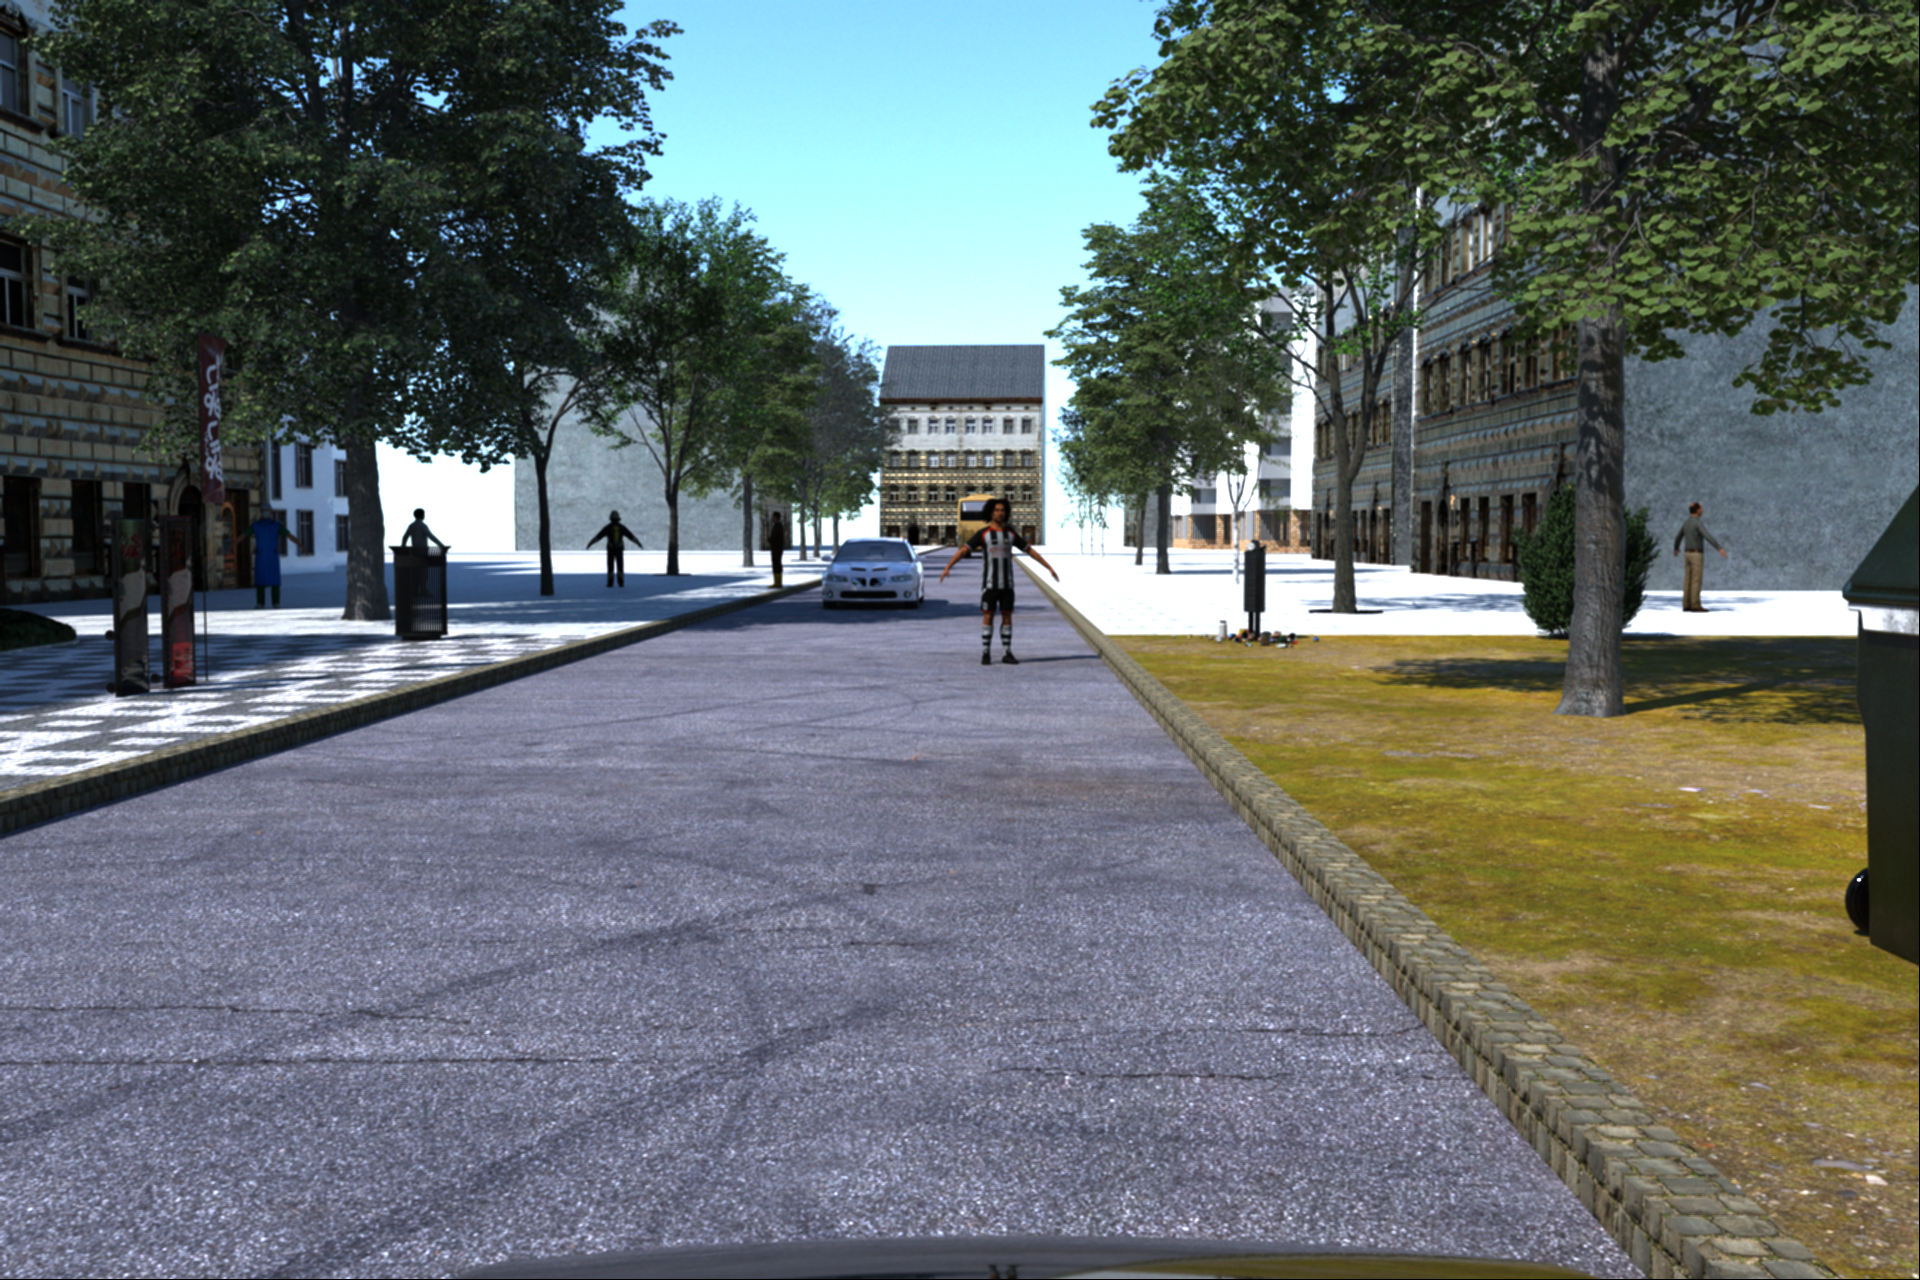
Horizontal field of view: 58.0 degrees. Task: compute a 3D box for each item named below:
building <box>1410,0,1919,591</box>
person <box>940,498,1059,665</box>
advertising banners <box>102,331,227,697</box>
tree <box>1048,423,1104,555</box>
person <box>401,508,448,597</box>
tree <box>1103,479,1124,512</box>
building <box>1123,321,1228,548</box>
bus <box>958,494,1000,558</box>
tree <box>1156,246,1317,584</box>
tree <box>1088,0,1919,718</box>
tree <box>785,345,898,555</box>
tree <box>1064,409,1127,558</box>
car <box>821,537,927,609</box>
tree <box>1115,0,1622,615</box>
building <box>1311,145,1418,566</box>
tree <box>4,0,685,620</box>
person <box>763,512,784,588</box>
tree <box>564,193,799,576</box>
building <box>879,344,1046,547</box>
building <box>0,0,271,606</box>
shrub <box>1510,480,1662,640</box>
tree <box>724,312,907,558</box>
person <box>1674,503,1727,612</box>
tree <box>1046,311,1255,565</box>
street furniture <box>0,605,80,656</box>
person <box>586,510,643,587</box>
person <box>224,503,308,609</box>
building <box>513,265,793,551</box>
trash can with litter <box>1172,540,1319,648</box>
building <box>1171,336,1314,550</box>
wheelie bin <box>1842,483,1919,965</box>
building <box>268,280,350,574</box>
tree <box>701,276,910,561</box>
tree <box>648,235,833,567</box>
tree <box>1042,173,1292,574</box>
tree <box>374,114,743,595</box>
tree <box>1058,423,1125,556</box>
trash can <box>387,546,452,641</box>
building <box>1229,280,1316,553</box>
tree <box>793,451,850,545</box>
[{"bbox_3d":[23.951,-13.223,47.132,19.493,23.208,18.063,0,4,1],"label":"building"},{"bbox_3d":[0.421,-0.641,19.083,1.345,1.843,0.704,-1,4,-13],"label":"person"},{"bbox_3d":[-6.578,-1.118,14.475,0.090,3.025,2.074,0,4,3],"label":"advertising banners"},{"bbox_3d":[7.350,-9.424,104.443,4.360,8.622,3.978,0,3,0],"label":"tree"},{"bbox_3d":[-10.989,-1.783,35.333,1.347,1.806,0.705,2,4,33],"label":"person"},{"bbox_3d":[20.477,-17.701,199.778,12.009,13.543,11.850,0,3,0],"label":"tree"},{"bbox_3d":[25.928,-20.653,168.598,19.493,23.208,18.063,0,4,1],"label":"building"},{"bbox_3d":[1.276,-7.034,106.549,2.896,3.916,12.252,0,4,1],"label":"bus"},{"bbox_3d":[7.120,-5.745,44.288,4.360,8.622,3.978,0,3,0],"label":"tree"},{"bbox_3d":[4.466,-5.766,12.402,7.486,12.596,7.792,0,3,0],"label":"tree"},{"bbox_3d":[-7.595,-11.378,104.153,7.486,12.596,7.792,0,3,0],"label":"tree"},{"bbox_3d":[7.565,-8.649,91.767,4.360,8.622,3.978,0,3,0],"label":"tree"},{"bbox_3d":[-1.693,-1.372,34.786,2.083,1.381,4.827,0,4,1],"label":"car"},{"bbox_3d":[6.387,-6.248,27.910,9.928,11.665,9.643,0,3,0],"label":"tree"},{"bbox_3d":[26.979,-15.134,78.362,19.493,23.208,18.063,0,4,1],"label":"building"},{"bbox_3d":[-8.927,-7.271,25.540,9.857,13.997,8.962,0,3,0],"label":"tree"},{"bbox_3d":[-4.371,-2.134,41.031,0.704,1.812,1.346,1,4,9],"label":"person"},{"bbox_3d":[-8.849,-7.799,53.262,9.928,11.665,9.643,0,3,0],"label":"tree"},{"bbox_3d":[0.723,-22.410,199.790,18.063,23.208,19.493,0,4,4],"label":"building"},{"bbox_3d":[-26.165,-12.317,32.304,19.493,23.208,18.063,0,4,2],"label":"building"},{"bbox_3d":[7.602,-1.041,21.063,1.661,2.075,1.752,0,3,0],"label":"shrub"},{"bbox_3d":[-7.952,-11.231,93.998,12.009,13.543,11.850,0,3,0],"label":"tree"},{"bbox_3d":[12.113,-1.360,28.512,0.705,1.796,1.348,-1,4,-11],"label":"person"},{"bbox_3d":[7.492,-8.336,70.710,8.767,10.594,7.601,-2,4,-26],"label":"tree"},{"bbox_3d":[-11.434,-0.028,16.079,5.734,0.657,10.072,-1,4,-18],"label":"street furniture"},{"bbox_3d":[-8.383,-2.221,42.090,1.354,1.856,0.705,-1,4,-17],"label":"person"},{"bbox_3d":[-11.934,-1.449,29.822,1.347,1.817,0.704,-1,4,-16],"label":"person"},{"bbox_3d":[-23.813,-18.781,137.997,19.493,23.208,18.063,0,4,2],"label":"building"},{"bbox_3d":[3.449,-0.581,20.550,1.678,1.210,2.233,0,4,1],"label":"trash can with litter"},{"bbox_3d":[24.160,-18.240,154.636,16.016,20.090,11.380,0,4,1],"label":"building"},{"bbox_3d":[3.118,0.166,5.199,0.693,1.594,0.980,0,3,0],"label":"wheelie bin"},{"bbox_3d":[-25.957,-7.173,59.430,9.099,9.664,28.070,0,3,0],"label":"building"},{"bbox_3d":[-7.538,-10.518,82.335,12.009,13.543,11.850,0,3,0],"label":"tree"},{"bbox_3d":[-8.388,-9.046,66.033,7.486,12.596,7.792,0,3,0],"label":"tree"},{"bbox_3d":[6.476,-8.338,54.451,7.486,12.596,7.792,0,3,0],"label":"tree"},{"bbox_3d":[-8.633,-6.236,36.370,8.767,10.594,7.601,0,4,1],"label":"tree"},{"bbox_3d":[7.800,-9.112,99.344,4.737,8.622,4.395,0,3,0],"label":"tree"},{"bbox_3d":[-6.523,-0.569,20.950,0.748,1.137,0.748,0,3,0],"label":"trash can"},{"bbox_3d":[25.457,-16.701,129.484,16.016,20.090,11.380,0,4,1],"label":"building"},{"bbox_3d":[-15.572,-17.087,197.495,7.486,12.596,7.792,0,3,0],"label":"tree"}]
